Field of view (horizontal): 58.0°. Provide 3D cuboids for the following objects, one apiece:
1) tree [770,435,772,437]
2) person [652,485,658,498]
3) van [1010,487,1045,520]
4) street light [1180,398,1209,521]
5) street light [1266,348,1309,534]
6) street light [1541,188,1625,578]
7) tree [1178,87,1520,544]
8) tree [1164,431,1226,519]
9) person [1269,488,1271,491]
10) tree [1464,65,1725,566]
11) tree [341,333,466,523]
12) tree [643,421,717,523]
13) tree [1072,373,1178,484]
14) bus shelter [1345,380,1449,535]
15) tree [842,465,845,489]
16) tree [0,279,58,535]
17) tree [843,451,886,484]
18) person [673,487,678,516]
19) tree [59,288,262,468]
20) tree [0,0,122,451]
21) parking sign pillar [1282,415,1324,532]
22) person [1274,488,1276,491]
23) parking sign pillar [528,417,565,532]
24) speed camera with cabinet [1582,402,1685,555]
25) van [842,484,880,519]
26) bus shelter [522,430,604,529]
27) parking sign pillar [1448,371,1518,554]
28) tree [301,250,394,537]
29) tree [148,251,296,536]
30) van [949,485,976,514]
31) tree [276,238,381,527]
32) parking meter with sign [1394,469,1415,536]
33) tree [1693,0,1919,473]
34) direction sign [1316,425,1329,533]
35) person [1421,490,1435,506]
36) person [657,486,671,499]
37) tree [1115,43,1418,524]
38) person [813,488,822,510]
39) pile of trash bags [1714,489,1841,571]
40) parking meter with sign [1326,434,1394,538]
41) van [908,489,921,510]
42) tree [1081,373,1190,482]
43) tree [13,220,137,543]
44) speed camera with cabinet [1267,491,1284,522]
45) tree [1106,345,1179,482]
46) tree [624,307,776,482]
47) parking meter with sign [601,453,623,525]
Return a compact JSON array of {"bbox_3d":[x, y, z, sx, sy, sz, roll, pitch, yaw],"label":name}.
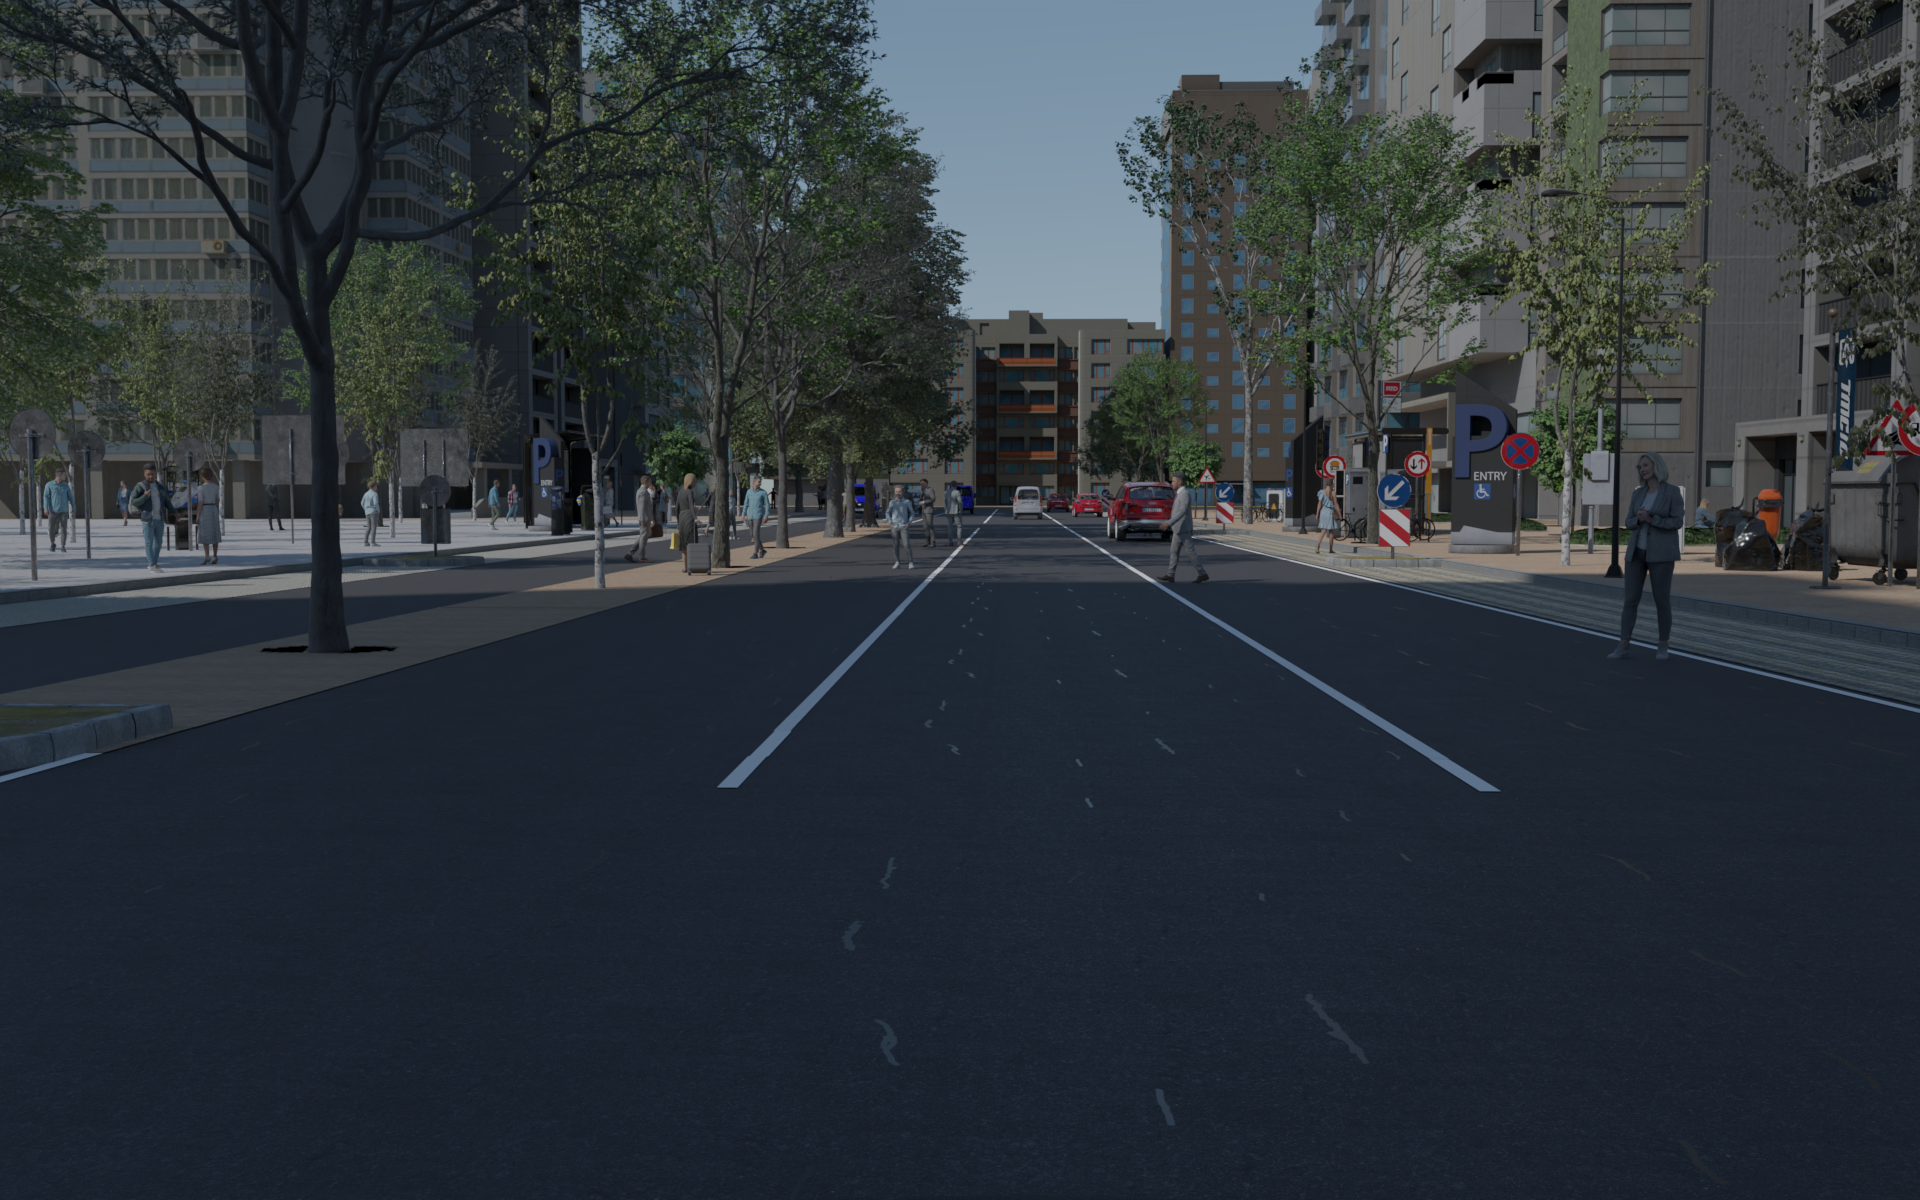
[{"bbox_3d":[-12.061,-8.909,96.028,4.737,8.622,4.395,0,3,0],"label":"tree"},{"bbox_3d":[-15.852,-5.058,89.461,0.721,1.735,1.217,0,4,-6],"label":"person"},{"bbox_3d":[3.867,-5.608,98.695,2.013,2.044,4.112,0,4,2],"label":"van"},{"bbox_3d":[11.332,-6.798,83.685,1.470,5.913,1.316,0,4,2],"label":"street light"},{"bbox_3d":[10.427,-5.055,55.190,1.470,5.913,1.316,0,4,2],"label":"street light"},{"bbox_3d":[9.522,-3.298,26.467,1.470,5.913,1.316,0,4,2],"label":"street light"},{"bbox_3d":[10.608,-7.266,44.547,9.928,11.665,9.643,0,3,0],"label":"tree"},{"bbox_3d":[12.255,-6.527,90.428,4.285,4.588,4.351,0,3,0],"label":"tree"},{"bbox_3d":[24.807,-8.060,138.382,0.434,1.755,0.990,0,4,5],"label":"person"},{"bbox_3d":[11.075,-4.915,30.718,4.737,8.622,4.395,0,3,0],"label":"tree"},{"bbox_3d":[-24.954,-7.721,76.602,4.360,8.622,3.978,0,3,0],"label":"tree"},{"bbox_3d":[-12.531,-5.707,77.018,4.285,4.588,4.351,0,3,0],"label":"tree"},{"bbox_3d":[15.297,-14.617,155.989,9.611,12.733,9.660,0,3,0],"label":"tree"},{"bbox_3d":[14.478,-4.968,58.867,2.179,5.291,8.768,0,4,2],"label":"bus shelter"},{"bbox_3d":[-10.460,-12.055,147.455,4.737,8.622,4.395,0,3,0],"label":"tree"},{"bbox_3d":[-29.892,-6.374,54.576,4.360,8.622,3.978,0,3,0],"label":"tree"},{"bbox_3d":[-9.592,-13.809,160.191,8.767,10.594,7.601,-1,4,-21],"label":"tree"},{"bbox_3d":[-16.703,-5.852,102.436,0.721,1.743,1.217,-1,4,-13],"label":"person"},{"bbox_3d":[-36.041,-8.811,78.471,7.601,10.594,8.767,3,5,44],"label":"tree"},{"bbox_3d":[-19.044,-6.841,29.974,7.486,12.596,7.792,0,3,0],"label":"tree"},{"bbox_3d":[11.730,-4.315,59.024,1.447,3.967,1.447,-2,4,-29],"label":"parking sign pillar"},{"bbox_3d":[25.675,-8.265,141.698,0.617,1.759,0.750,-2,4,-28],"label":"person"},{"bbox_3d":[-14.176,-4.359,59.742,1.447,3.967,1.447,3,5,44],"label":"parking sign pillar"},{"bbox_3d":[14.426,-2.614,37.076,2.038,3.252,0.660,1,4,22],"label":"speed camera with cabinet"},{"bbox_3d":[-5.849,-6.039,103.123,2.240,2.365,5.245,0,4,0],"label":"van"},{"bbox_3d":[-15.218,-4.628,66.956,1.731,3.624,6.357,0,4,2],"label":"bus shelter"},{"bbox_3d":[11.359,-3.000,37.523,1.447,3.967,1.447,2,4,27],"label":"parking sign pillar"},{"bbox_3d":[-16.996,-6.146,50.849,4.737,8.622,4.395,0,3,0],"label":"tree"},{"bbox_3d":[-22.694,-6.292,53.244,4.360,8.622,3.978,0,3,0],"label":"tree"},{"bbox_3d":[0.052,-7.378,125.009,2.240,2.365,5.245,0,3,0],"label":"van"},{"bbox_3d":[-22.662,-8.665,67.434,9.928,11.665,9.643,0,3,0],"label":"tree"},{"bbox_3d":[13.316,-3.490,53.323,0.543,3.016,1.738,-3,4,-38],"label":"parking meter with sign"},{"bbox_3d":[10.931,-4.236,19.627,4.360,8.622,3.978,0,3,0],"label":"tree"},{"bbox_3d":[11.982,-3.991,57.256,0.379,3.537,0.876,3,4,38],"label":"direction sign"},{"bbox_3d":[24.758,-5.236,91.654,0.705,1.823,1.348,-1,4,-20],"label":"person"},{"bbox_3d":[-19.341,-6.492,112.196,1.348,1.822,0.705,-3,4,-38],"label":"person"},{"bbox_3d":[13.534,-13.242,72.400,12.611,20.169,13.585,0,3,0],"label":"tree"},{"bbox_3d":[-11.409,-8.091,138.855,0.750,1.759,0.617,-2,4,-26],"label":"person"},{"bbox_3d":[14.182,-1.252,30.215,1.912,1.369,3.447,1,4,21],"label":"pile of trash bags"},{"bbox_3d":[11.575,-3.309,50.369,1.738,3.016,0.543,0,4,-2],"label":"parking meter with sign"},{"bbox_3d":[-4.211,-8.943,153.235,2.013,2.044,4.112,0,4,1],"label":"van"},{"bbox_3d":[13.247,-11.993,130.502,8.767,10.594,7.601,0,4,6],"label":"tree"},{"bbox_3d":[-23.606,-5.808,45.319,4.737,8.622,4.395,0,3,0],"label":"tree"},{"bbox_3d":[15.295,-5.297,80.934,0.660,3.252,2.038,-3,5,-40],"label":"speed camera with cabinet"},{"bbox_3d":[14.043,-11.981,121.638,9.928,11.665,9.643,0,3,0],"label":"tree"},{"bbox_3d":[-11.926,-9.220,85.162,8.767,10.594,7.601,-2,4,-34],"label":"tree"},{"bbox_3d":[-14.995,-4.657,72.398,1.738,3.016,0.543,-1,4,-11],"label":"parking meter with sign"}]
